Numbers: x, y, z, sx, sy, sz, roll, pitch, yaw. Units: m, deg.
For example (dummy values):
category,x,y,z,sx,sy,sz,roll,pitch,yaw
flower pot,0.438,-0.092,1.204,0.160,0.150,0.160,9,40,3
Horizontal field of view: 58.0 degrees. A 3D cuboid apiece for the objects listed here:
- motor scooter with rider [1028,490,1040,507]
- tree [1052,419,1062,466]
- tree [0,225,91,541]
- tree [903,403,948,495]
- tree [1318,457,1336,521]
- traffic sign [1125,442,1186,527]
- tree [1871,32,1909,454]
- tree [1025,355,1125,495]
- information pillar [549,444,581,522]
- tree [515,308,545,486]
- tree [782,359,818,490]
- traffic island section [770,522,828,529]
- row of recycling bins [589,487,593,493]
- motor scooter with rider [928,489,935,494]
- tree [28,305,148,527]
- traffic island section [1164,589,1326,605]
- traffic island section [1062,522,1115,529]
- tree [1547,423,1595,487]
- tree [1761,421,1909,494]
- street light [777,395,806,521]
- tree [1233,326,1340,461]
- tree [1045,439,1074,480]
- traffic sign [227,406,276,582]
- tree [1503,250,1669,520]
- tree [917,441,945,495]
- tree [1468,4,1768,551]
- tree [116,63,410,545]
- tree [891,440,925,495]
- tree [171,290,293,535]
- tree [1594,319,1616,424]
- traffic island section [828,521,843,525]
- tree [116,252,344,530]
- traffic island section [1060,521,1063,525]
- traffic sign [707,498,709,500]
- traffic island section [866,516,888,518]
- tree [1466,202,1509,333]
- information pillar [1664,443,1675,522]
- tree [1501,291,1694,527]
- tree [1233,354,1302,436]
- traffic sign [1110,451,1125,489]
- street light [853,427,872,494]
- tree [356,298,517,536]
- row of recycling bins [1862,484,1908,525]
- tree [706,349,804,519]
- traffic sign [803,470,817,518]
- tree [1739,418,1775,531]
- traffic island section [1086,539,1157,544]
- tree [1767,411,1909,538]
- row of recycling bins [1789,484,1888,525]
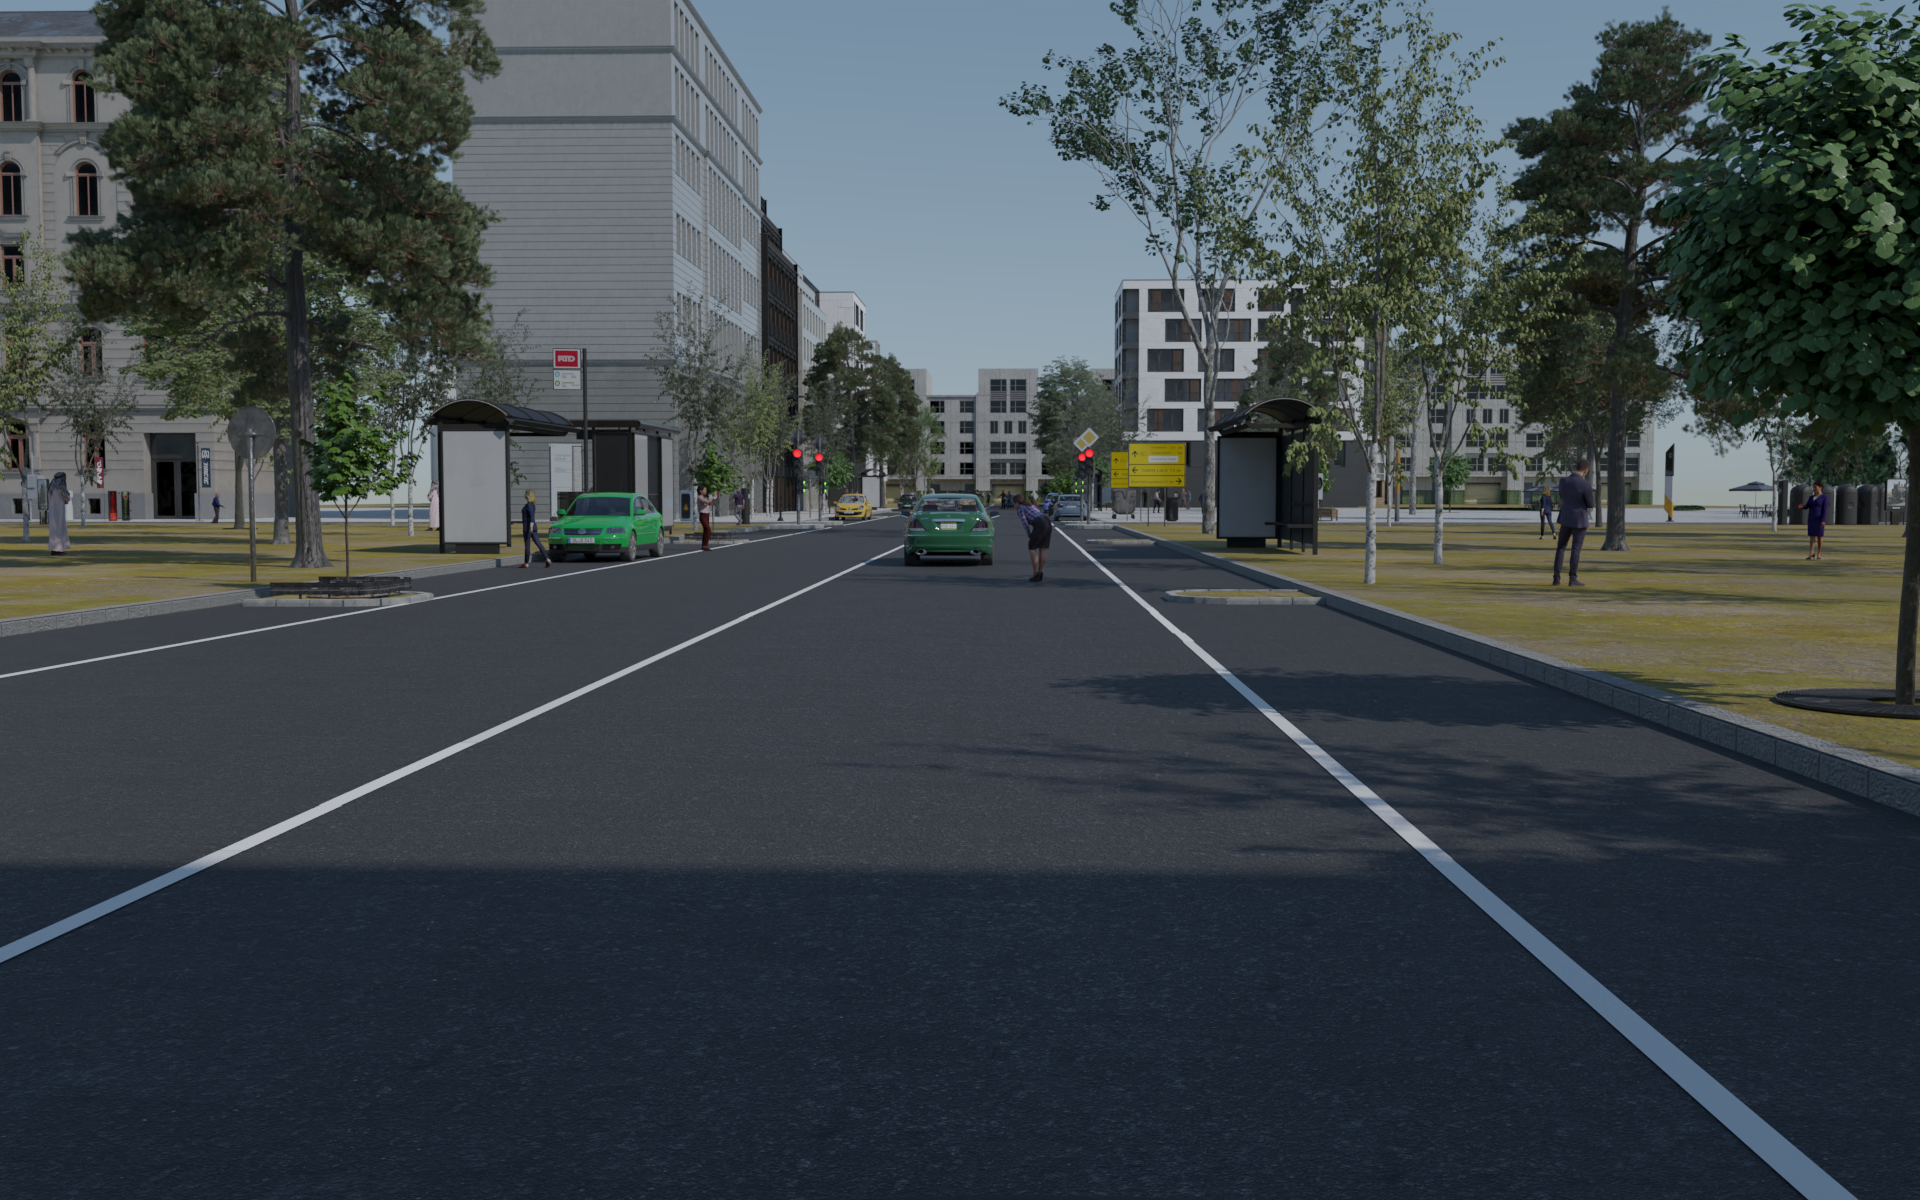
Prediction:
category,x,y,z,sx,sy,sz,roll,pitch,yaw
motor scooter with rider,5.169,-6.807,120.257,0.876,1.779,1.986,0,4,2
tree,8.923,-10.348,119.544,4.360,8.622,3.978,0,3,0
tree,-25.528,-5.887,46.619,4.737,8.622,4.395,0,3,0
tree,-4.996,-16.626,197.584,9.928,11.665,9.643,0,3,0
tree,17.136,-5.330,81.746,1.663,3.219,1.824,0,3,0
traffic sign,7.743,-4.543,68.154,2.265,3.308,0.079,0,4,5
tree,14.757,-4.641,26.237,4.360,8.622,3.978,0,3,0
tree,10.752,-15.379,158.098,9.857,13.997,8.962,0,3,0
information pillar,-18.516,-5.505,81.321,1.656,3.620,0.184,-3,5,-44
tree,-17.345,-6.982,64.516,4.360,8.622,3.978,0,3,0
tree,-10.439,-8.844,94.962,4.360,8.622,3.978,0,3,0
traffic island section,-6.822,-3.098,72.937,2.009,0.180,2.903,0,4,2
row of recycling bins,-15.820,-4.556,81.598,3.534,1.692,1.069,1,4,11
motor scooter with rider,-2.080,-7.292,128.183,0.876,1.779,1.986,0,4,3
tree,-34.439,-7.214,68.304,4.360,8.622,3.978,0,3,0
traffic island section,3.793,-0.037,23.473,1.991,0.108,1.994,0,4,2
traffic island section,5.412,-3.073,72.531,2.009,0.180,2.903,0,4,2
tree,41.820,-10.283,118.493,4.360,8.622,3.978,0,3,0
tree,60.514,-9.497,118.179,11.467,7.101,20.602,1,4,11
street light,-7.933,-6.669,81.585,1.470,5.913,1.316,0,4,2
tree,23.890,-13.509,128.287,7.806,13.903,7.818,0,3,0
tree,12.409,-16.230,215.715,4.737,8.622,4.395,0,3,0
traffic sign,-10.302,-1.534,25.179,0.768,2.556,0.104,1,4,10
tree,31.289,-10.924,86.028,7.806,13.903,7.818,0,3,0
tree,-4.332,-16.967,227.773,4.737,8.622,4.395,0,3,0
tree,14.881,-7.152,38.987,6.751,12.117,7.091,0,3,0
tree,-17.694,-7.700,44.019,7.486,12.596,7.792,0,3,0
tree,-5.989,-14.476,187.043,4.360,8.622,3.978,0,3,0
tree,-21.962,-6.301,53.388,4.737,8.622,4.395,0,3,0
tree,8.792,-4.942,31.169,4.737,8.622,4.395,0,3,0
traffic island section,-6.560,-3.586,80.918,2.009,0.180,2.903,0,4,2
tree,-25.990,-8.368,62.580,9.928,11.665,9.643,0,3,0
traffic island section,5.675,-3.562,80.512,2.009,0.180,2.903,0,4,2
traffic sign,-9.590,-4.035,65.983,0.884,2.594,0.081,1,4,11
traffic island section,-5.428,-5.057,105.545,1.991,0.108,1.994,0,4,2
tree,29.549,-15.347,106.817,12.611,20.169,13.585,0,3,0
information pillar,32.820,-5.429,80.111,0.183,3.616,0.504,-1,4,-23
tree,24.786,-8.087,66.641,8.767,10.594,7.601,2,4,29
tree,16.359,-8.576,90.581,4.360,8.622,3.978,0,3,0
traffic sign,8.228,-5.376,81.776,2.265,3.308,0.079,0,4,3
street light,-6.772,-8.968,119.174,1.470,5.913,1.316,0,4,2
tree,-16.600,-6.265,52.803,4.360,8.622,3.978,0,3,0
row of recycling bins,43.267,-4.389,78.878,3.534,1.692,1.069,0,4,1
tree,-10.686,-8.417,87.982,4.737,8.622,4.395,0,3,0
traffic sign,-7.966,-5.619,91.970,0.768,2.556,0.104,1,4,10
tree,27.699,-6.643,58.983,4.360,8.622,3.978,0,3,0
traffic island section,4.681,-1.684,50.402,1.991,0.108,1.994,0,4,2
tree,28.083,-7.864,50.625,6.751,12.117,7.091,0,3,0
row of recycling bins,36.370,-3.967,71.974,3.534,1.692,1.069,0,4,2
